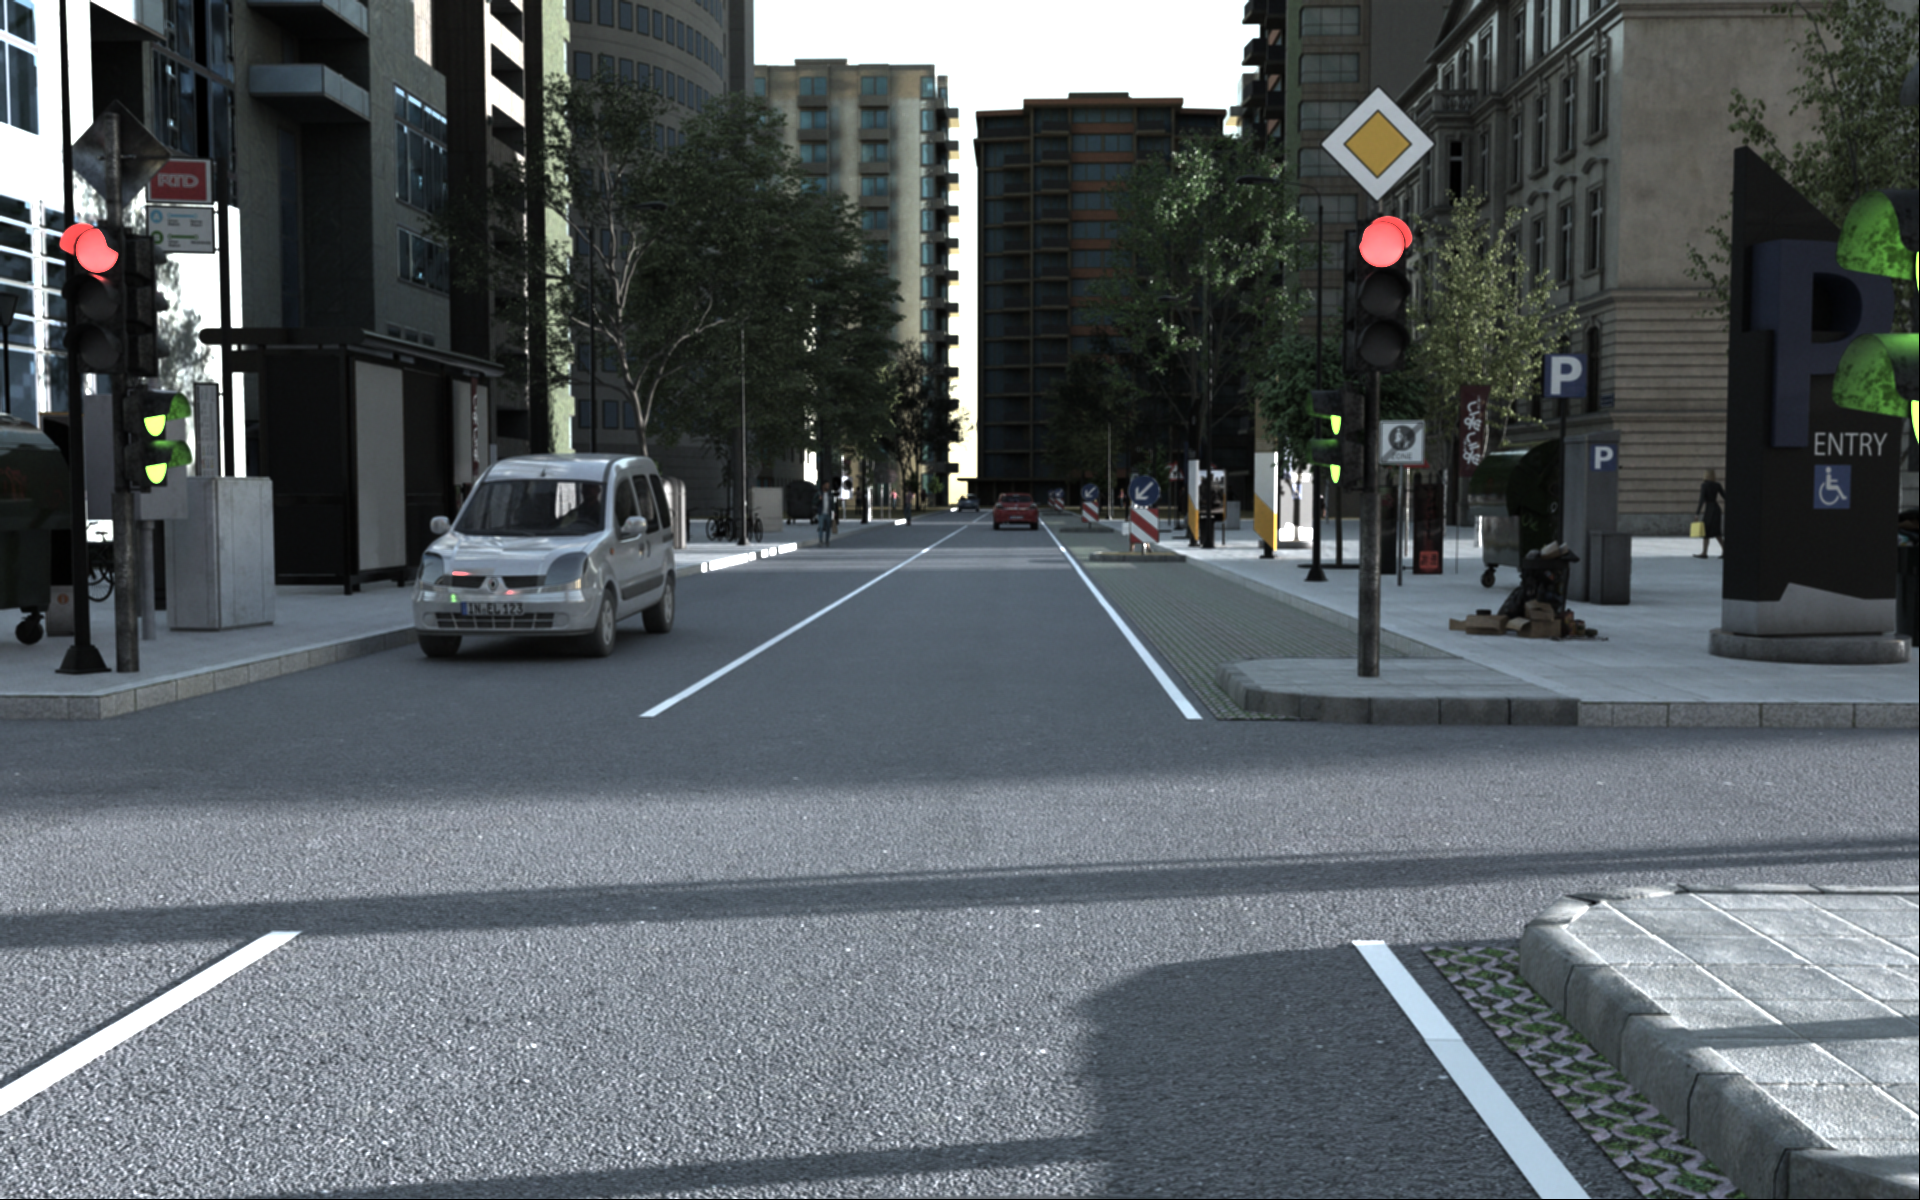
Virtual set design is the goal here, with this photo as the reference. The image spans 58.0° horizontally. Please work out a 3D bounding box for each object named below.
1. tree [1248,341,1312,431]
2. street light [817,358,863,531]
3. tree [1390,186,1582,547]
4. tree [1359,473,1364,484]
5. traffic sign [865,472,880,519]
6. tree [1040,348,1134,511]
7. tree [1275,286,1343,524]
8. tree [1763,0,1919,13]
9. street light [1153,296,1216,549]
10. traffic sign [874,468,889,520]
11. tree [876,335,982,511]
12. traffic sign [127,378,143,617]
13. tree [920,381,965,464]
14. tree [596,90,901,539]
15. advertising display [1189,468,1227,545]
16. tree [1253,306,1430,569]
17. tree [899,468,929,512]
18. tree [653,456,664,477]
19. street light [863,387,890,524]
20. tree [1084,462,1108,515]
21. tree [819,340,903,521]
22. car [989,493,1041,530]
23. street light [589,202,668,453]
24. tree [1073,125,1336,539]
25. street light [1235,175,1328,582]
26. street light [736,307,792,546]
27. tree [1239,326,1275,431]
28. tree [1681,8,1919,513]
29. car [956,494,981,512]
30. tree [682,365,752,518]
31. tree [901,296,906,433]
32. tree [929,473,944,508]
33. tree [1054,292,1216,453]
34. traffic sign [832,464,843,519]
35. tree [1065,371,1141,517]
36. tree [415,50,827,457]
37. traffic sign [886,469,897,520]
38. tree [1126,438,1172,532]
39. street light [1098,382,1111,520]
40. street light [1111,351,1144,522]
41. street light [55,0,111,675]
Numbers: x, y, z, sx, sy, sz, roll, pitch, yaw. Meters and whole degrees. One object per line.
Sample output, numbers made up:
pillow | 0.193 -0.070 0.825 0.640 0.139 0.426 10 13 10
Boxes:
tree | 15.835 -8.072 82.342 4.360 8.622 3.978 0 3 0
street light | -4.208 -5.308 59.321 1.470 5.913 1.316 0 4 2
tree | 12.488 -5.566 41.359 4.737 8.622 4.395 0 3 0
tree | 14.633 -6.230 52.222 4.737 8.622 4.395 0 3 0
traffic sign | -4.494 -5.350 87.482 0.884 2.594 0.081 0 4 5
tree | 9.974 -13.258 134.902 7.486 12.596 7.792 0 3 0
tree | 13.821 -6.666 59.356 4.737 8.622 4.395 0 3 0
tree | 11.125 -4.279 20.318 4.737 8.622 4.395 0 3 0
street light | 5.331 -4.176 40.813 1.470 5.913 1.316 0 4 2
traffic sign | -3.856 -5.204 85.187 0.768 2.556 0.104 1 4 9
tree | -3.455 -13.740 135.018 12.009 13.543 11.850 0 3 0
traffic sign | -8.580 -1.101 18.011 0.884 2.594 0.081 1 4 11
tree | -3.648 -11.211 117.704 8.767 10.594 7.601 1 4 10
tree | -6.722 -8.031 49.441 7.486 12.596 7.792 0 3 0
advertising display | 6.250 -2.357 43.754 0.974 1.923 0.123 2 4 25
tree | 6.674 -2.847 30.262 4.285 4.588 4.351 0 3 0
tree | -3.483 -8.076 126.641 1.663 3.219 1.824 0 3 0
tree | -15.116 -5.610 86.327 1.663 3.219 1.824 0 3 0
street light | -3.609 -6.251 74.742 1.470 5.913 1.316 0 4 2
tree | 8.549 -6.745 104.879 1.663 3.219 1.824 0 3 0
tree | -4.524 -7.997 81.114 4.737 8.622 4.395 0 3 0
car | 2.250 -3.766 70.613 2.155 1.783 4.494 0 4 0
street light | -5.339 -3.374 27.702 1.470 5.913 1.316 0 4 2
tree | 6.750 -7.553 49.250 9.928 11.665 9.643 0 3 0
street light | 4.714 -3.233 25.393 1.470 5.913 1.316 0 4 2
street light | -4.870 -4.317 43.126 1.470 5.913 1.316 0 4 2
tree | 13.347 -7.218 68.384 4.737 8.622 4.395 0 3 0
tree | 14.593 -4.810 29.009 4.737 8.622 4.395 0 3 0
car | 0.712 -8.009 142.944 2.014 1.417 4.499 0 4 2
tree | -10.710 -7.877 79.151 4.360 8.622 3.978 0 3 0
tree | -5.335 -9.006 65.371 7.486 12.596 7.792 0 3 0
tree | -2.266 -10.132 160.255 1.663 3.219 1.824 0 3 0
tree | 7.925 -8.881 79.618 8.767 10.594 7.601 2 4 32
traffic sign | -5.421 -4.549 74.490 0.768 2.556 0.104 1 4 9
tree | 8.459 -9.056 98.433 4.737 8.622 4.395 0 3 0
tree | -6.679 -6.239 36.414 8.767 10.594 7.601 -3 4 -37
traffic sign | -3.536 -5.291 86.609 0.768 2.556 0.104 1 4 10
tree | 6.759 -3.938 58.989 1.663 3.219 1.824 0 3 0
street light | 6.391 -6.066 71.716 1.470 5.913 1.316 0 4 2
street light | 5.787 -5.123 56.295 1.470 5.913 1.316 0 4 2
street light | -5.777 -2.430 12.276 1.470 5.913 1.316 0 4 2
